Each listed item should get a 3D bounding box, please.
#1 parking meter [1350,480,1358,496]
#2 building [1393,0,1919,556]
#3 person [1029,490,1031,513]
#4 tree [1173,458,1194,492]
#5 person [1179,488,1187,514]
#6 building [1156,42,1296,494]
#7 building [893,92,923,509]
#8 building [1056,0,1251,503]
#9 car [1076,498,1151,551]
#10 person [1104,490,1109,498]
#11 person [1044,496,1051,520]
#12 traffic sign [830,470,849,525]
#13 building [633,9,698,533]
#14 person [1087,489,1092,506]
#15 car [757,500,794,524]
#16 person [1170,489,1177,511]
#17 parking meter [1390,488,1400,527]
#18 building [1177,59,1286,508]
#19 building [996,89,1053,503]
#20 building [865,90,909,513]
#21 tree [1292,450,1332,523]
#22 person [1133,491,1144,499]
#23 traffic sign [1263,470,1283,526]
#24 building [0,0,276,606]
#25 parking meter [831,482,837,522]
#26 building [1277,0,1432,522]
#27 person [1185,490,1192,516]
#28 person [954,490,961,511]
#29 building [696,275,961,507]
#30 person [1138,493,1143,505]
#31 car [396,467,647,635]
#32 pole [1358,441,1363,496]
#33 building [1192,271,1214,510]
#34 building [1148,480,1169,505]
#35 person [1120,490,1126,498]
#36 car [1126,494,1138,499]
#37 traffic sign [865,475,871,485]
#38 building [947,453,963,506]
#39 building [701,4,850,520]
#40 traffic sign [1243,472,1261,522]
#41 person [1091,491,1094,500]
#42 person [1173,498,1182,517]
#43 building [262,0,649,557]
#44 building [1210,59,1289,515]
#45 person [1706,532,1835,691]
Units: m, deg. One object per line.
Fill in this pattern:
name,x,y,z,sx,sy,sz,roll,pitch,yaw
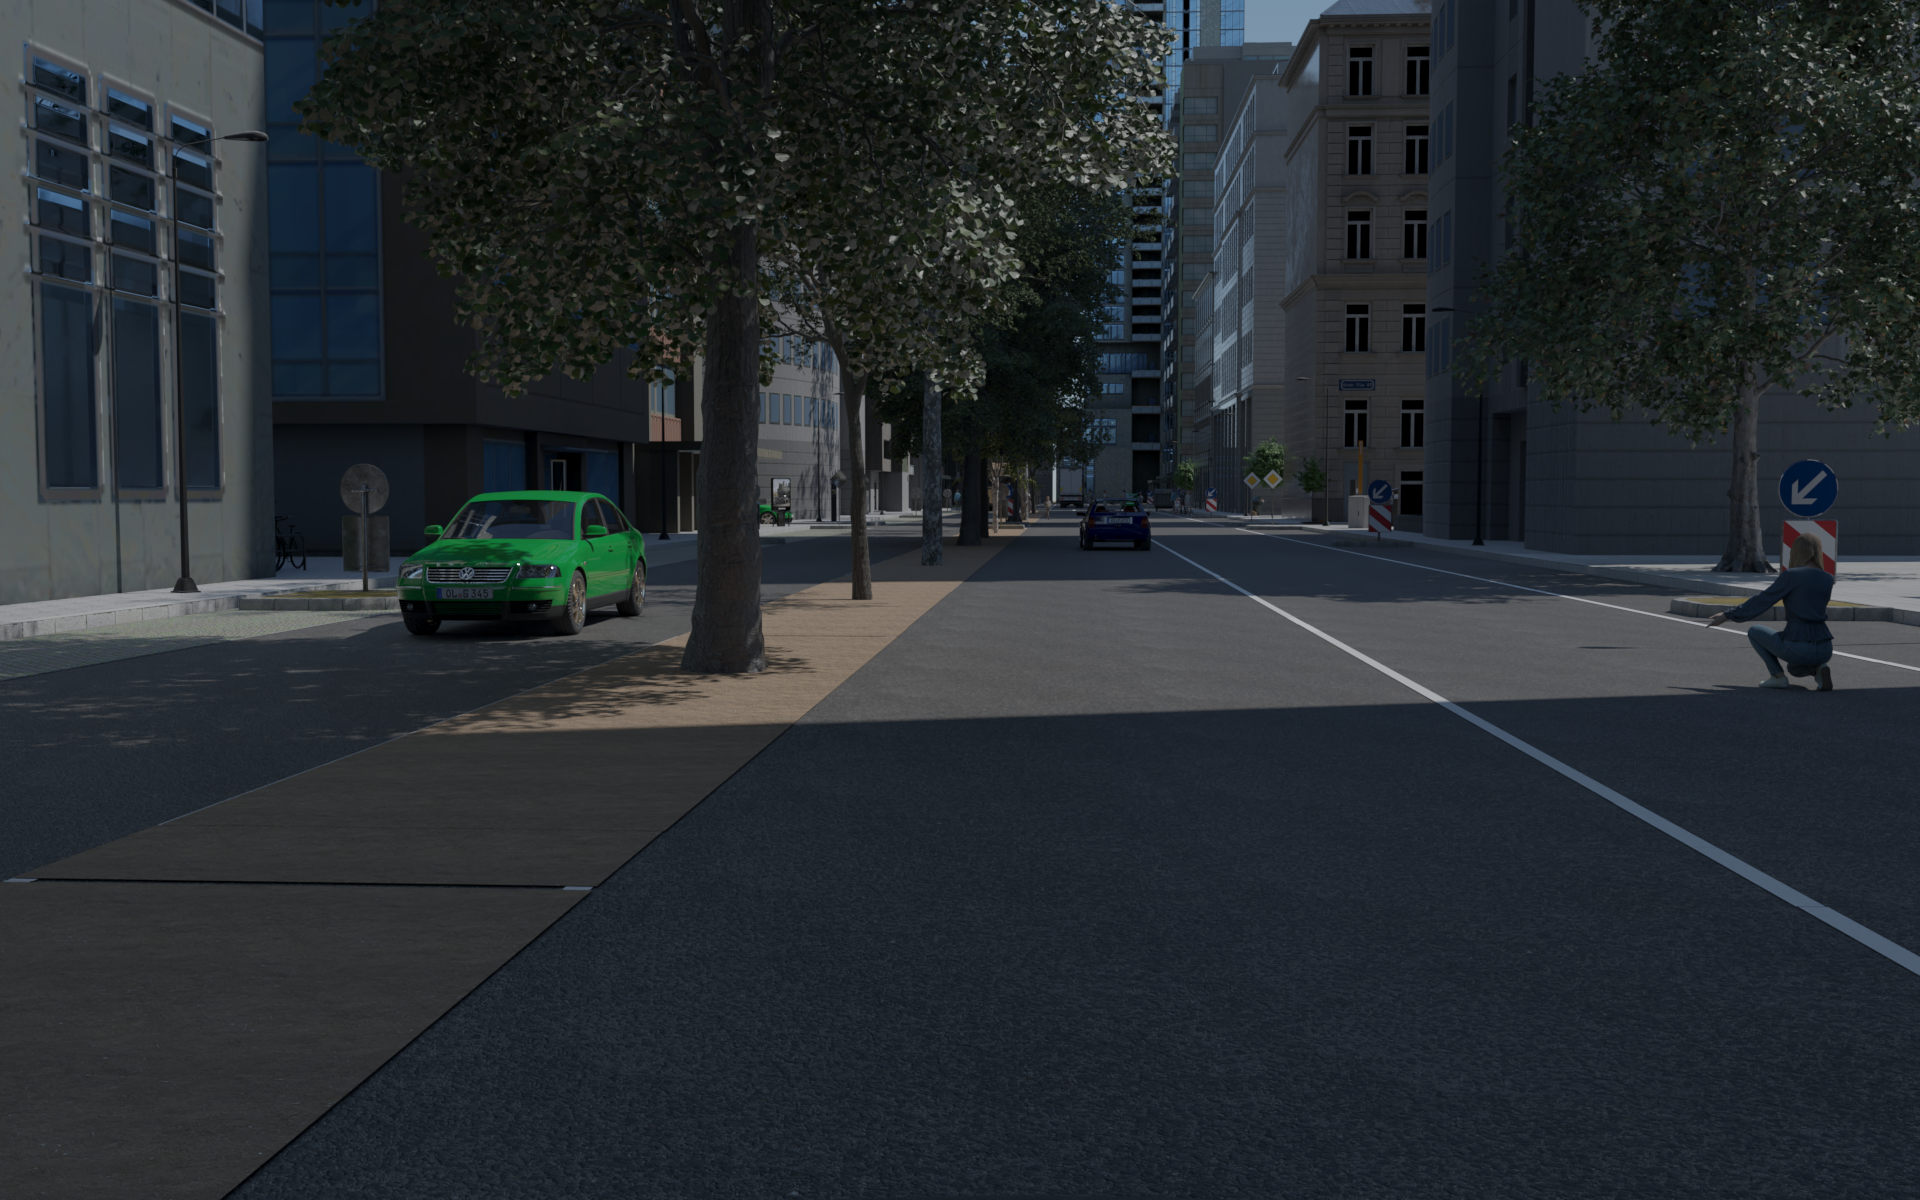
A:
parking meter,15.967,-3.934,70.026,0.399,1.863,0.255,-3,5,-42
building,24.247,-30.941,47.885,21.231,58.520,28.212,0,4,4
person,5.249,-7.536,132.265,0.362,1.759,0.519,3,5,44
tree,20.831,-10.598,156.991,4.285,4.588,4.351,0,3,0
person,15.777,-6.971,122.275,0.655,1.846,0.447,-1,4,-9
building,33.890,-34.798,188.557,23.786,49.044,30.456,0,4,4
building,-10.120,-28.134,143.581,14.154,41.232,14.086,0,4,4
building,29.404,-57.128,246.716,31.000,86.520,22.319,0,4,4
car,4.025,-1.998,45.254,1.945,1.354,3.894,0,4,2
person,12.487,-8.493,147.927,0.524,1.755,0.480,0,4,4
person,4.956,-5.190,97.626,0.475,1.303,0.640,-3,5,-41
traffic sign,-4.976,-4.144,71.393,0.795,2.450,0.064,0,4,4
building,-22.311,-24.763,59.504,28.867,44.769,22.147,0,4,4
person,9.739,-7.447,130.433,0.466,1.800,0.511,-1,4,-19
car,-9.614,-4.073,75.382,4.718,1.807,1.959,0,4,3
person,17.077,-7.919,137.996,0.620,1.820,0.660,3,5,42
parking meter,17.079,-3.650,68.092,0.372,1.533,0.369,0,3,0
building,28.027,-29.559,166.889,14.154,41.232,14.086,0,4,4
building,-0.667,-43.169,247.819,28.212,58.520,21.231,0,4,4
building,-11.280,-21.418,121.883,14.160,30.474,14.107,0,4,4
tree,15.638,-5.019,76.665,1.663,3.219,1.824,0,3,0
person,16.628,-9.289,161.191,1.217,1.723,0.721,-1,4,-14
traffic sign,12.682,-4.075,70.267,0.795,2.450,0.064,0,4,4
building,-20.692,-42.606,9.285,22.319,86.520,31.000,0,4,4
parking meter,-5.884,-4.591,80.776,0.255,1.863,0.399,0,4,-7
building,28.508,-17.476,82.989,25.104,27.353,12.463,0,4,4
person,14.846,-6.295,112.432,0.512,1.701,0.522,0,4,6
person,-0.190,-8.292,144.413,0.601,1.785,0.444,-1,4,-14
building,-11.437,-31.456,168.929,22.147,44.769,28.867,0,4,4
person,15.642,-8.522,150.433,0.503,1.515,0.523,-1,4,-15
car,-4.693,-0.626,19.031,1.959,1.807,4.718,0,4,2
pole,15.348,-4.439,66.413,0.158,3.312,0.155,0,3,0
building,24.718,-18.003,143.500,9.793,20.994,18.267,0,4,4
building,39.953,-32.039,215.726,32.217,40.220,23.993,0,4,4
person,13.216,-8.029,140.049,0.678,1.792,0.850,3,5,42
car,16.142,-9.518,164.414,1.959,1.807,4.718,0,4,3
traffic sign,-4.476,-4.631,79.362,0.795,2.450,0.064,0,4,4
building,-6.337,-25.637,190.859,14.160,30.474,14.107,0,4,4
building,-17.225,-33.654,92.237,21.231,58.520,28.212,0,4,4
traffic sign,13.183,-4.562,78.236,0.795,2.450,0.064,0,4,4
person,15.750,-12.105,206.396,0.705,1.826,1.348,0,4,-5
person,13.309,-5.663,106.097,0.505,1.210,0.382,0,4,-5
building,-16.088,-23.899,40.857,14.600,45.320,14.200,0,4,4
building,24.108,-20.902,119.233,11.434,29.767,29.804,0,4,4
person,6.069,0.072,12.824,1.012,1.151,0.738,0,4,-4
